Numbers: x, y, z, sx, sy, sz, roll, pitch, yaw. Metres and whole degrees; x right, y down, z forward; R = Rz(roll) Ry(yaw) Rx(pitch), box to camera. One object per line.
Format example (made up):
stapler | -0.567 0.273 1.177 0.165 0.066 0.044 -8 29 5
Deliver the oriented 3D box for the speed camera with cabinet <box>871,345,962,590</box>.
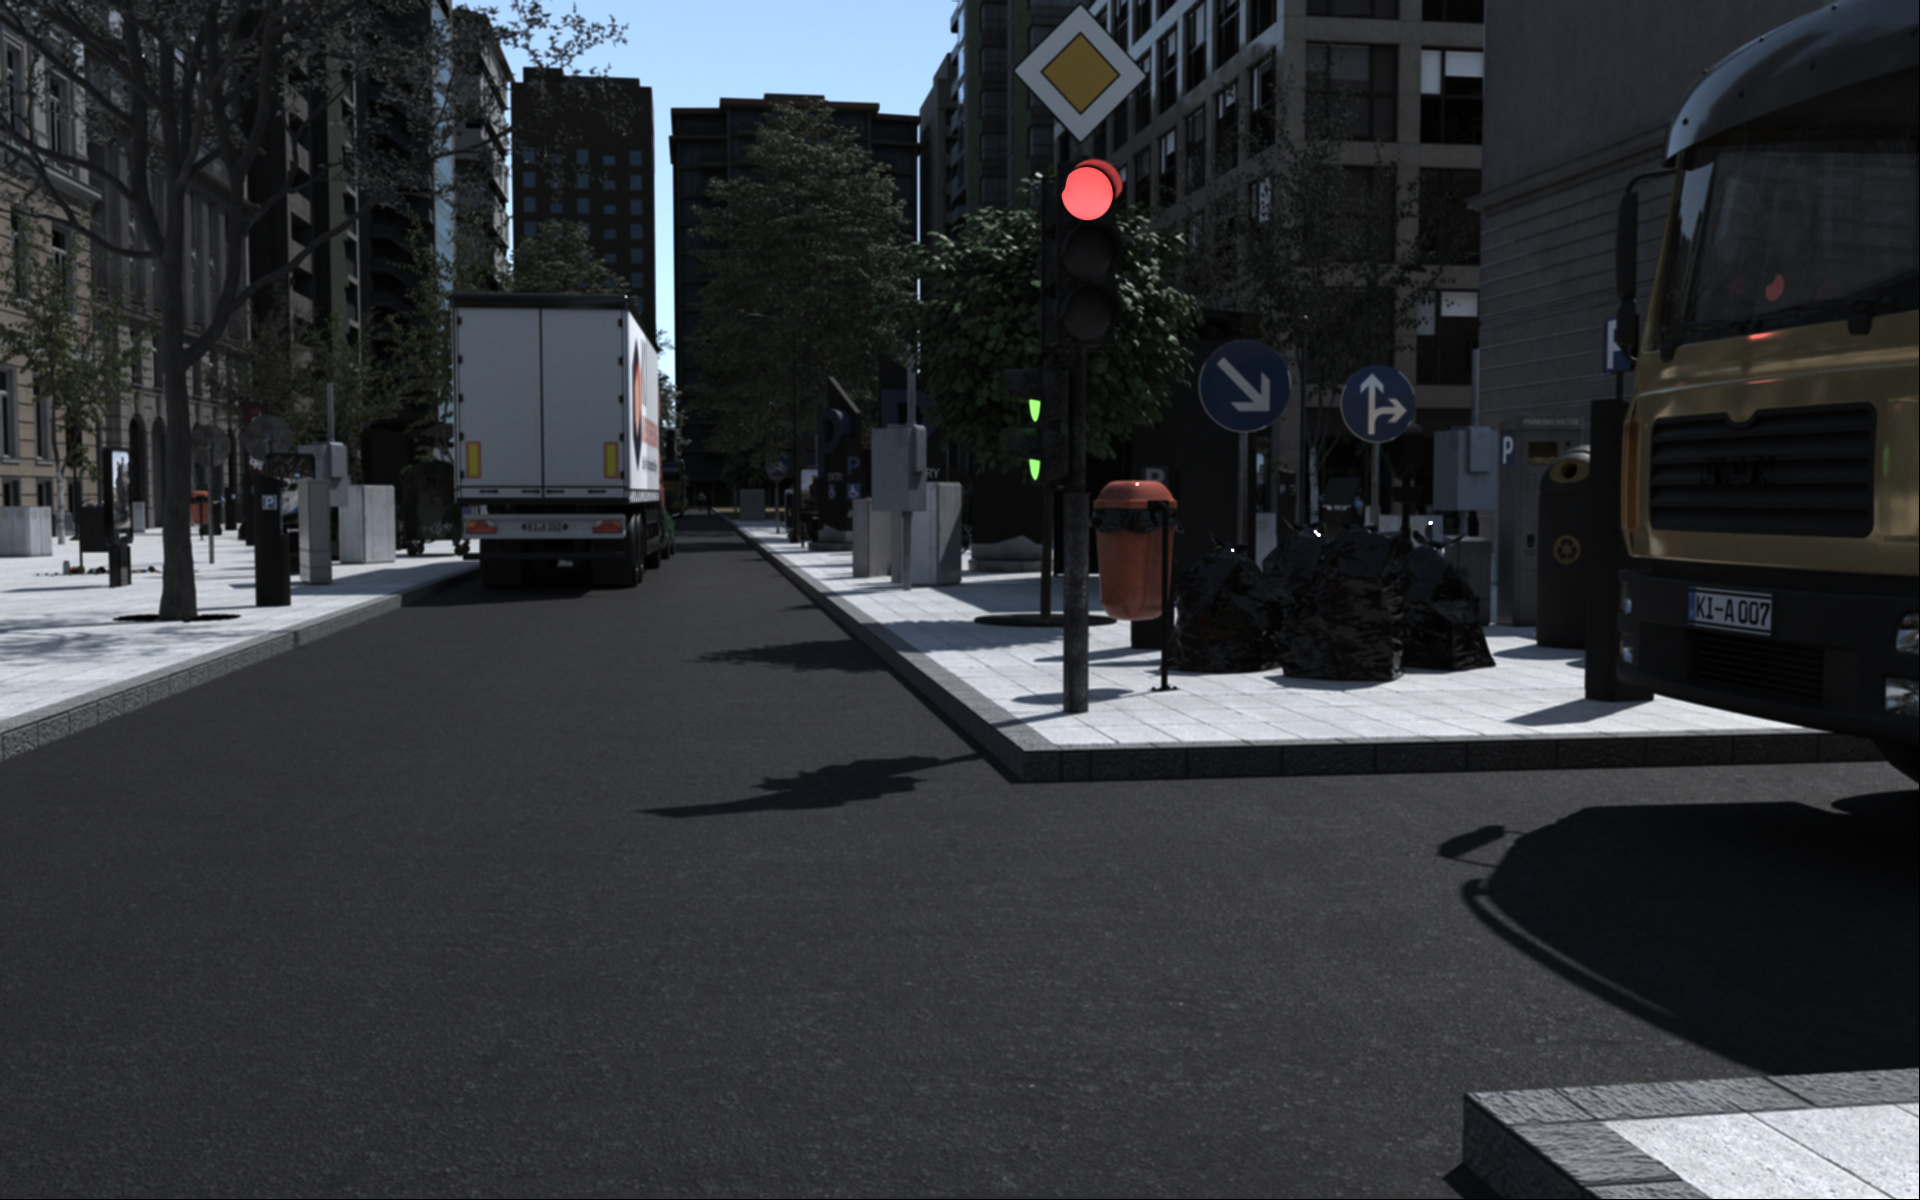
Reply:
speed camera with cabinet | -0.585 -1.805 23.854 0.660 3.252 2.038 1 4 20

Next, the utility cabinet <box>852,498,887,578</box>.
utility cabinet | -1.342 -0.969 27.002 0.306 1.237 1.020 1 4 22

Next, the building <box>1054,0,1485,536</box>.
building | 16.724 -16.289 70.835 19.350 26.468 34.151 -1 4 -9

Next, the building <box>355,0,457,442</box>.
building | -47.290 -29.604 134.133 14.200 45.320 14.600 -1 4 -9

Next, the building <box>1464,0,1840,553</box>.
building | 23.840 -11.764 34.138 24.055 21.916 13.314 -1 4 -9

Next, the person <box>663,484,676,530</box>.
person | -11.558 -3.627 67.762 0.822 1.834 0.622 1 4 9

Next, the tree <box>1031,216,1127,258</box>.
tree | 2.739 -5.771 44.714 4.737 8.622 4.395 0 3 0

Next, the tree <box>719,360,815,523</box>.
tree | -8.407 -7.757 77.196 4.737 8.622 4.395 0 3 0

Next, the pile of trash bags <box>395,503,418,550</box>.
pile of trash bags | -13.687 -1.813 39.392 1.912 1.369 3.447 0 4 3

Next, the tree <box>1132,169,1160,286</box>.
tree | 5.547 -5.275 36.608 4.360 8.622 3.978 0 3 0

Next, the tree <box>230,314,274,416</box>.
tree | -27.613 -7.390 71.181 4.737 8.622 4.395 0 3 0

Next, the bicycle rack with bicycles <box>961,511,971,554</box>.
bicycle rack with bicycles | 0.910 -1.477 37.531 2.852 0.926 2.925 -2 4 -31

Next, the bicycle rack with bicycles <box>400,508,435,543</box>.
bicycle rack with bicycles | -15.125 -1.987 45.869 2.925 0.926 2.852 1 4 9

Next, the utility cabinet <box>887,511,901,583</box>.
utility cabinet | -0.524 -0.870 25.380 1.020 1.237 0.306 -3 4 -37

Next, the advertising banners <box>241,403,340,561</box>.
advertising banners | -12.801 -2.270 33.302 2.074 3.025 0.090 0 4 7

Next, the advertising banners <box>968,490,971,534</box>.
advertising banners | 0.883 -3.653 55.915 2.074 3.025 0.090 -2 4 -34

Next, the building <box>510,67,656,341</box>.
building | -39.947 -32.779 186.055 14.200 45.320 14.600 -1 4 -9

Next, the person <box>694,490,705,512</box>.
person | -21.104 -8.030 140.572 1.217 1.735 0.721 2 4 34

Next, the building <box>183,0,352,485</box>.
building | -39.447 -19.287 87.049 14.160 30.474 14.107 -1 4 -9

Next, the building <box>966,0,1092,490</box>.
building | 7.214 -26.103 110.382 14.154 41.232 14.086 -1 4 -9

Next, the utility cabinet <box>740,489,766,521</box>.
utility cabinet | -9.853 -4.502 82.281 1.173 1.500 0.318 0 4 3

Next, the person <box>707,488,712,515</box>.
person | -17.326 -6.818 120.002 0.705 1.821 1.348 -1 4 -10

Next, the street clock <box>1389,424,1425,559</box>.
street clock | 4.639 -0.823 18.030 0.358 2.002 0.471 0 4 -4

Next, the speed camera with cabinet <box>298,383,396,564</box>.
speed camera with cabinet | -11.163 -2.277 31.567 0.660 3.252 2.038 1 4 18

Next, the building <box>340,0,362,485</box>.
building | -45.157 -40.624 102.461 20.563 71.187 20.611 -1 4 -9

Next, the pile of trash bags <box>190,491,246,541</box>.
pile of trash bags | -19.719 -2.367 48.456 3.447 1.369 1.912 -2 4 -28

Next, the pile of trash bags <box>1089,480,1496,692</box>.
pile of trash bags | 2.231 -0.162 12.402 3.447 1.369 1.912 -3 5 -42

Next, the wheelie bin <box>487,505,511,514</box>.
wheelie bin | -15.397 -3.047 57.719 0.980 1.594 0.693 1 4 11

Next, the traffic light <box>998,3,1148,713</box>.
traffic light | 0.663 -1.295 10.094 0.839 4.253 0.868 -1 4 -9

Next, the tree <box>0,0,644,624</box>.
tree | -7.855 -6.543 17.346 12.009 13.543 11.850 0 3 0

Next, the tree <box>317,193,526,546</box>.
tree | -12.512 -5.668 43.036 4.737 8.622 4.395 0 3 0

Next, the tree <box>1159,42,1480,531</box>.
tree | 6.045 -4.792 28.716 4.360 8.622 3.978 0 3 0

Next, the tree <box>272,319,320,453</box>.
tree | -23.238 -7.101 66.456 4.737 8.622 4.395 0 3 0

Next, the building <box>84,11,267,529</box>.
building | -36.321 -13.739 66.430 13.314 21.916 24.055 -1 4 -9

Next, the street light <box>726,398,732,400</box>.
street light | -10.870 -6.804 83.789 1.470 5.913 1.316 -1 4 -9

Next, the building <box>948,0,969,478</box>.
building | 7.599 -50.121 132.153 22.319 86.520 31.000 -1 4 -9

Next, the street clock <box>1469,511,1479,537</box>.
street clock | 10.229 -1.828 34.460 0.471 2.002 0.358 2 4 26

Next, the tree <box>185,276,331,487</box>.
tree | -23.205 -6.557 57.573 4.360 8.622 3.978 0 3 0

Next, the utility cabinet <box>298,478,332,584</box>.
utility cabinet | -9.276 -0.993 24.922 0.318 1.500 1.173 -2 4 -27

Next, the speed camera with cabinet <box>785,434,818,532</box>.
speed camera with cabinet | -5.225 -3.883 57.824 0.660 3.252 2.038 -2 4 -28

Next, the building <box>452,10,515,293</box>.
building | -61.576 -36.703 189.327 27.495 52.752 28.713 -1 4 -9

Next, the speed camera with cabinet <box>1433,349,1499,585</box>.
speed camera with cabinet | 7.593 -1.822 24.134 2.038 3.252 0.660 -1 4 -23

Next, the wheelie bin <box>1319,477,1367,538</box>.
wheelie bin | 7.268 -1.526 32.866 0.980 1.594 0.693 3 4 39

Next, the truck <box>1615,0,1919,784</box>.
truck | 7.115 -0.704 7.435 9.791 3.379 3.469 0 4 -7

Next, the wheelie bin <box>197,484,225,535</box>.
wheelie bin | -23.477 -2.824 54.084 0.980 1.594 0.693 -2 4 -29

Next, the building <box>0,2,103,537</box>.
building | -32.372 -15.818 44.523 13.634 28.700 20.117 -1 4 -9

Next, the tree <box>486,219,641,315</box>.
tree | -16.883 -9.426 72.247 7.486 12.596 7.792 0 3 0

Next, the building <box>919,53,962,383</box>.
building | 6.416 -34.989 195.775 21.600 48.544 21.300 -1 4 -9

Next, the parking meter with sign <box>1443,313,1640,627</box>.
parking meter with sign | 5.639 -1.262 16.902 1.738 3.016 0.543 0 4 -7

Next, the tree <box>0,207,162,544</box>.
tree | -22.658 -5.722 43.923 4.737 8.622 4.395 0 3 0

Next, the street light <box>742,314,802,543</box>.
street light | -4.822 -4.426 44.913 1.470 5.913 1.316 -1 4 -9

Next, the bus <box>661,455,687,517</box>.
bus | -18.681 -7.187 109.046 2.896 3.916 12.252 -1 4 -8

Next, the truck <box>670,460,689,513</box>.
truck | -21.819 -8.526 129.163 2.967 4.110 18.799 -1 4 -8

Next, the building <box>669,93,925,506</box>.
building | -19.126 -32.904 192.601 28.867 44.769 22.147 -1 4 -9

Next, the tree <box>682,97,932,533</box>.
tree | -4.246 -8.080 50.227 7.486 12.596 7.792 0 3 0

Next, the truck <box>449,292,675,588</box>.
truck | -6.528 -2.501 29.805 2.839 4.237 11.283 0 4 -7
